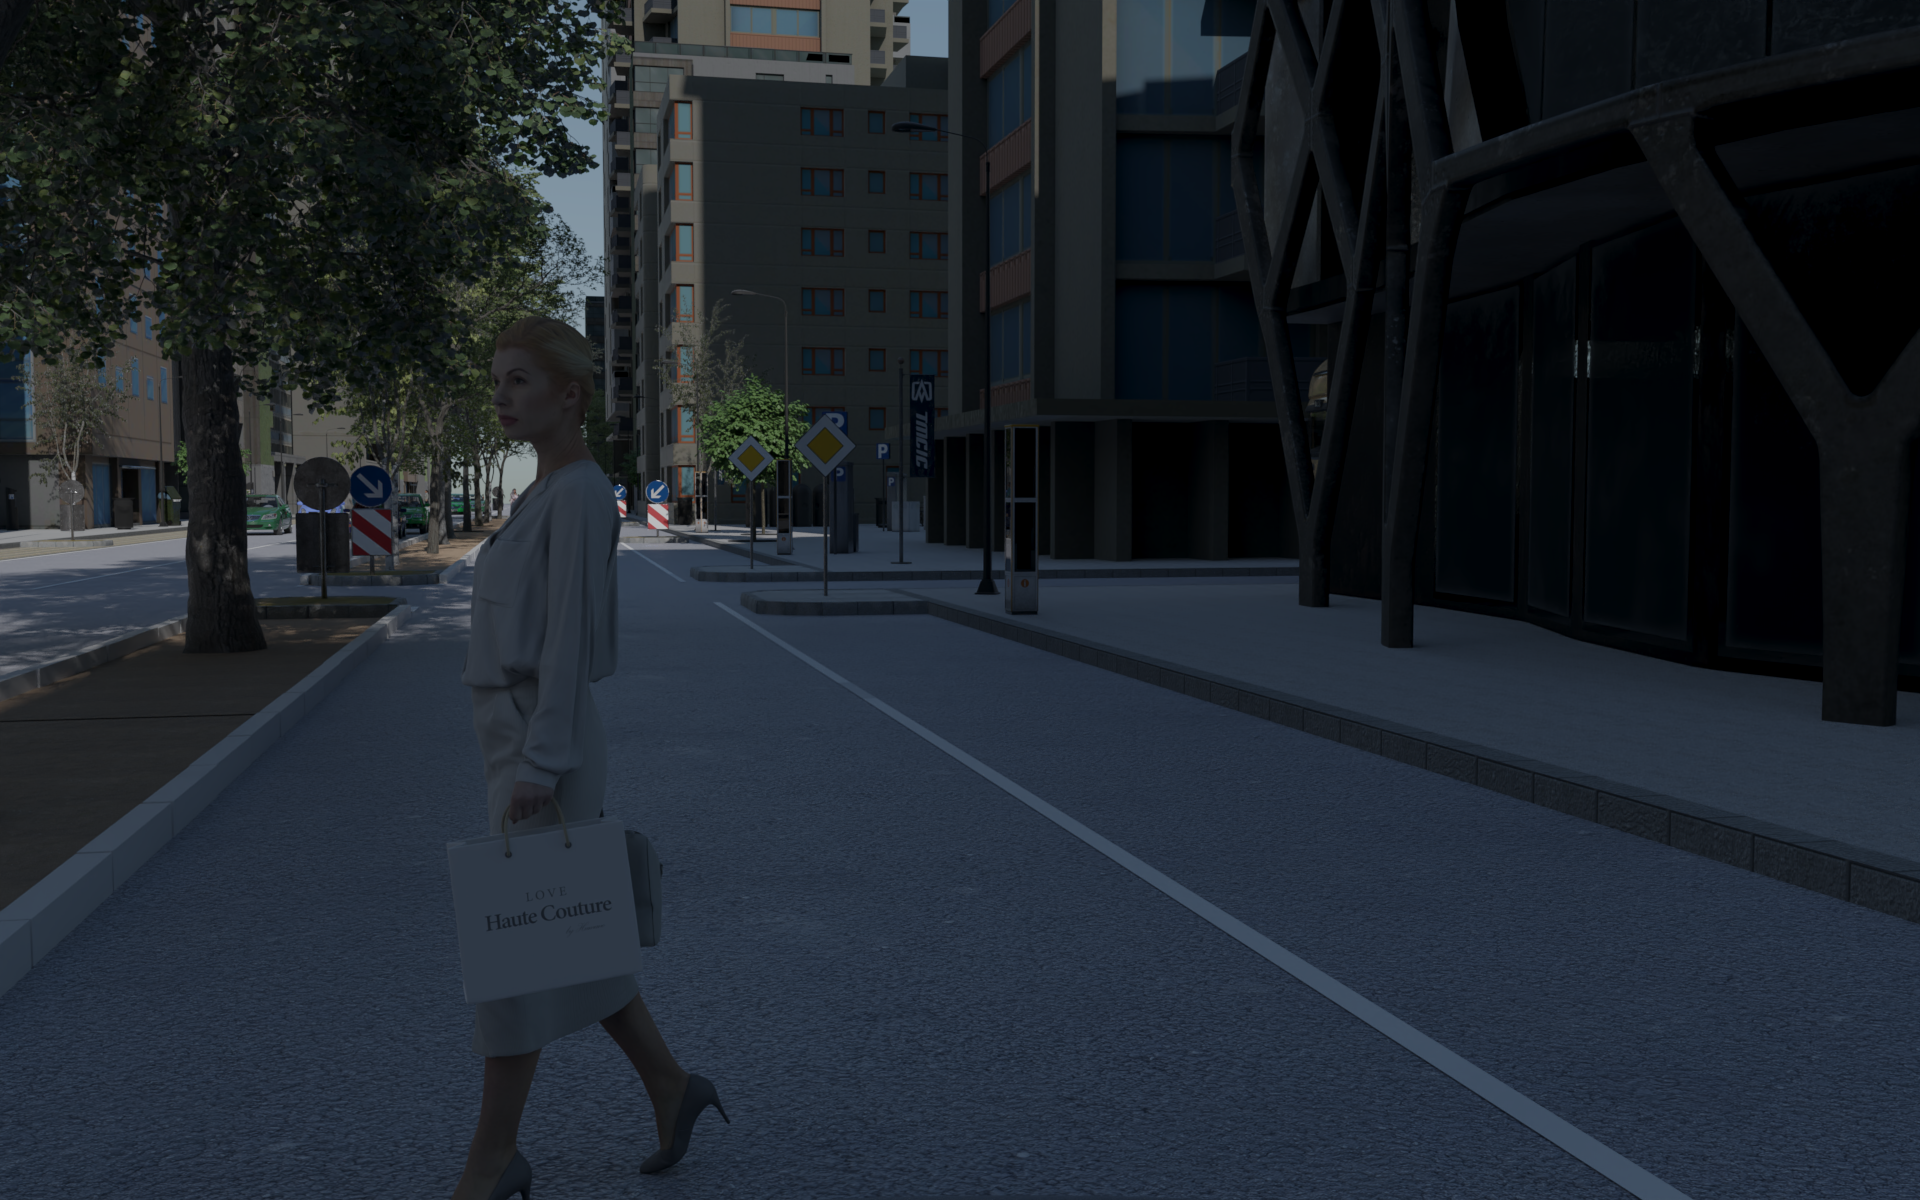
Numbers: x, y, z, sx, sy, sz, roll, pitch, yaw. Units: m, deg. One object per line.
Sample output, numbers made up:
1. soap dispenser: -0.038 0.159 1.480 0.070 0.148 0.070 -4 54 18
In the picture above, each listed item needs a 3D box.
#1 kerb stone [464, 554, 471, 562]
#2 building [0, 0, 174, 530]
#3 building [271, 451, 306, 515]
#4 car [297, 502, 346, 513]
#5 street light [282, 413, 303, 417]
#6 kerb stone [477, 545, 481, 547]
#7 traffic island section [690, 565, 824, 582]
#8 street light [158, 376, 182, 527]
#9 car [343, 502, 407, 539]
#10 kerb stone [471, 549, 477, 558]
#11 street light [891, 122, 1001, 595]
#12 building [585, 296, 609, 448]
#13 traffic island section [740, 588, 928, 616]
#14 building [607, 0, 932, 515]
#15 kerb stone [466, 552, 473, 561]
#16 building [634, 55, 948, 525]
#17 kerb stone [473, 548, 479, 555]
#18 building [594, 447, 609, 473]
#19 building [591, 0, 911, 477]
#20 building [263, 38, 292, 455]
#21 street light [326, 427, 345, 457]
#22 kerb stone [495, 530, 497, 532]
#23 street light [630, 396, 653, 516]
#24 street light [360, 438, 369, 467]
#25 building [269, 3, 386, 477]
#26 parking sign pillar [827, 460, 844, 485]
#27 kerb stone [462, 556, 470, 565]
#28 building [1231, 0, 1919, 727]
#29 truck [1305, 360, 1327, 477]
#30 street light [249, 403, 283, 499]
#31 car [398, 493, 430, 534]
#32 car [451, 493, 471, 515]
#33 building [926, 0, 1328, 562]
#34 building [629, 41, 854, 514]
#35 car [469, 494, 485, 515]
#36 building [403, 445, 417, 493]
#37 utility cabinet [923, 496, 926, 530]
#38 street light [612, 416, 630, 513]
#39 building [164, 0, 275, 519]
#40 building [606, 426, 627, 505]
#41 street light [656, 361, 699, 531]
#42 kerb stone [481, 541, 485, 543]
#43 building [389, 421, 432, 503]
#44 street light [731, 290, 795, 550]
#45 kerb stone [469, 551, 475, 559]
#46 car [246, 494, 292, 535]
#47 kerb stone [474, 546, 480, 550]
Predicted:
1. kerb stone: -10.047 -0.787 35.125 0.120 0.150 1.000 -1 4 -13
2. building: -39.675 -25.473 66.598 14.600 45.320 14.200 -1 4 -13
3. building: -51.810 -40.777 104.954 20.563 71.187 20.611 -1 4 -13
4. car: -27.481 -3.978 74.637 1.945 1.707 3.694 -1 4 -15
5. street light: -38.495 -7.780 99.740 1.470 5.913 1.316 -1 4 -13
6. kerb stone: -11.485 -1.156 41.092 0.120 0.150 1.000 -1 4 -13
7. traffic island section: -3.539 -0.449 29.618 2.009 0.180 2.903 -1 4 -13
8. street light: -30.691 -5.826 67.800 1.470 5.913 1.316 -1 4 -13
9. car: -19.049 -2.687 56.514 1.945 1.354 3.894 -1 4 -15
10. kerb stone: -10.765 -0.973 38.111 0.120 0.150 1.000 -1 4 -13
11. street light: -0.175 -3.019 21.899 1.470 5.913 1.316 -1 4 -13
12. building: -47.537 -29.445 253.126 14.160 30.474 14.107 -1 4 -13
13. traffic island section: -1.674 0.026 21.853 2.009 0.180 2.903 -1 4 -13
14. building: -16.359 -29.540 137.610 22.147 44.769 28.867 -1 4 -13
15. kerb stone: -10.289 -0.852 36.118 0.120 0.150 1.000 -1 4 -13
16. building: -1.866 -14.915 88.901 27.650 21.520 28.899 -1 4 -13
17. kerb stone: -10.998 -1.034 39.106 0.120 0.150 1.000 -1 4 -13
18. building: -37.741 -56.143 230.609 22.319 86.520 31.000 -1 4 -13
19. building: -20.002 -35.261 165.762 28.713 52.752 27.495 -1 4 -13
20. building: -62.904 -26.560 126.136 32.217 40.220 23.993 -1 4 -13
21. street light: -43.489 -9.057 120.628 1.470 5.913 1.316 -1 4 -13
22. kerb stone: -16.757 -2.498 63.039 0.120 0.150 1.000 -1 4 -13
23. street light: -14.711 -6.686 81.862 1.470 5.913 1.316 -1 4 -13
24. street light: -48.571 -10.365 142.009 1.470 5.913 1.316 -1 4 -13
25. building: -61.967 -32.166 149.617 21.300 48.544 21.600 -1 4 -13
26. parking sign pillar: -5.087 -5.028 70.673 1.447 3.967 1.447 1 4 8
27. kerb stone: -9.796 -0.724 34.121 0.120 0.150 1.000 -1 4 -13
28. building: 11.670 -9.017 14.874 16.820 18.784 16.811 -1 4 -13
29. truck: 10.691 -2.444 28.879 11.283 4.237 2.839 -1 4 -13
30. street light: -35.740 -7.103 88.675 1.470 5.913 1.316 -1 4 -13
31. car: -20.281 -3.318 63.049 1.959 1.807 4.718 -1 4 -15
32. car: -30.338 -5.821 103.972 1.959 1.807 4.718 -1 4 -13
33. building: 12.925 -23.797 43.707 28.867 44.769 22.147 -1 4 -13
34. building: -14.920 -21.045 115.780 14.160 30.474 14.107 -1 4 -13
35. car: -34.450 -6.765 122.402 2.131 1.459 4.920 -1 4 -15
36. building: -70.284 -33.530 198.330 14.600 45.320 14.200 -1 4 -13
37. utility cabinet: -0.804 -3.092 61.716 1.020 1.237 0.306 2 4 34
38. street light: -19.671 -7.964 102.759 1.470 5.913 1.316 -1 4 -13
39. building: -44.098 -19.413 89.109 14.160 30.474 14.107 -1 4 -13
40. building: -33.491 -46.933 205.607 20.563 71.187 20.611 -1 4 -13
41. street light: -9.704 -5.381 60.526 1.470 5.913 1.316 -1 4 -13
42. kerb stone: -12.195 -1.339 44.092 0.120 0.150 1.000 -1 4 -13
43. building: -80.825 -34.025 239.907 14.154 41.232 14.086 -1 4 -13
44. street light: -4.515 -4.107 39.684 1.470 5.913 1.316 -1 4 -13
45. kerb stone: -10.527 -0.912 37.114 0.120 0.150 1.000 -1 4 -13
46. car: -24.840 -3.033 61.390 2.131 1.459 4.920 -1 4 -14
47. kerb stone: -11.244 -1.095 40.098 0.120 0.150 1.000 -1 4 -13
